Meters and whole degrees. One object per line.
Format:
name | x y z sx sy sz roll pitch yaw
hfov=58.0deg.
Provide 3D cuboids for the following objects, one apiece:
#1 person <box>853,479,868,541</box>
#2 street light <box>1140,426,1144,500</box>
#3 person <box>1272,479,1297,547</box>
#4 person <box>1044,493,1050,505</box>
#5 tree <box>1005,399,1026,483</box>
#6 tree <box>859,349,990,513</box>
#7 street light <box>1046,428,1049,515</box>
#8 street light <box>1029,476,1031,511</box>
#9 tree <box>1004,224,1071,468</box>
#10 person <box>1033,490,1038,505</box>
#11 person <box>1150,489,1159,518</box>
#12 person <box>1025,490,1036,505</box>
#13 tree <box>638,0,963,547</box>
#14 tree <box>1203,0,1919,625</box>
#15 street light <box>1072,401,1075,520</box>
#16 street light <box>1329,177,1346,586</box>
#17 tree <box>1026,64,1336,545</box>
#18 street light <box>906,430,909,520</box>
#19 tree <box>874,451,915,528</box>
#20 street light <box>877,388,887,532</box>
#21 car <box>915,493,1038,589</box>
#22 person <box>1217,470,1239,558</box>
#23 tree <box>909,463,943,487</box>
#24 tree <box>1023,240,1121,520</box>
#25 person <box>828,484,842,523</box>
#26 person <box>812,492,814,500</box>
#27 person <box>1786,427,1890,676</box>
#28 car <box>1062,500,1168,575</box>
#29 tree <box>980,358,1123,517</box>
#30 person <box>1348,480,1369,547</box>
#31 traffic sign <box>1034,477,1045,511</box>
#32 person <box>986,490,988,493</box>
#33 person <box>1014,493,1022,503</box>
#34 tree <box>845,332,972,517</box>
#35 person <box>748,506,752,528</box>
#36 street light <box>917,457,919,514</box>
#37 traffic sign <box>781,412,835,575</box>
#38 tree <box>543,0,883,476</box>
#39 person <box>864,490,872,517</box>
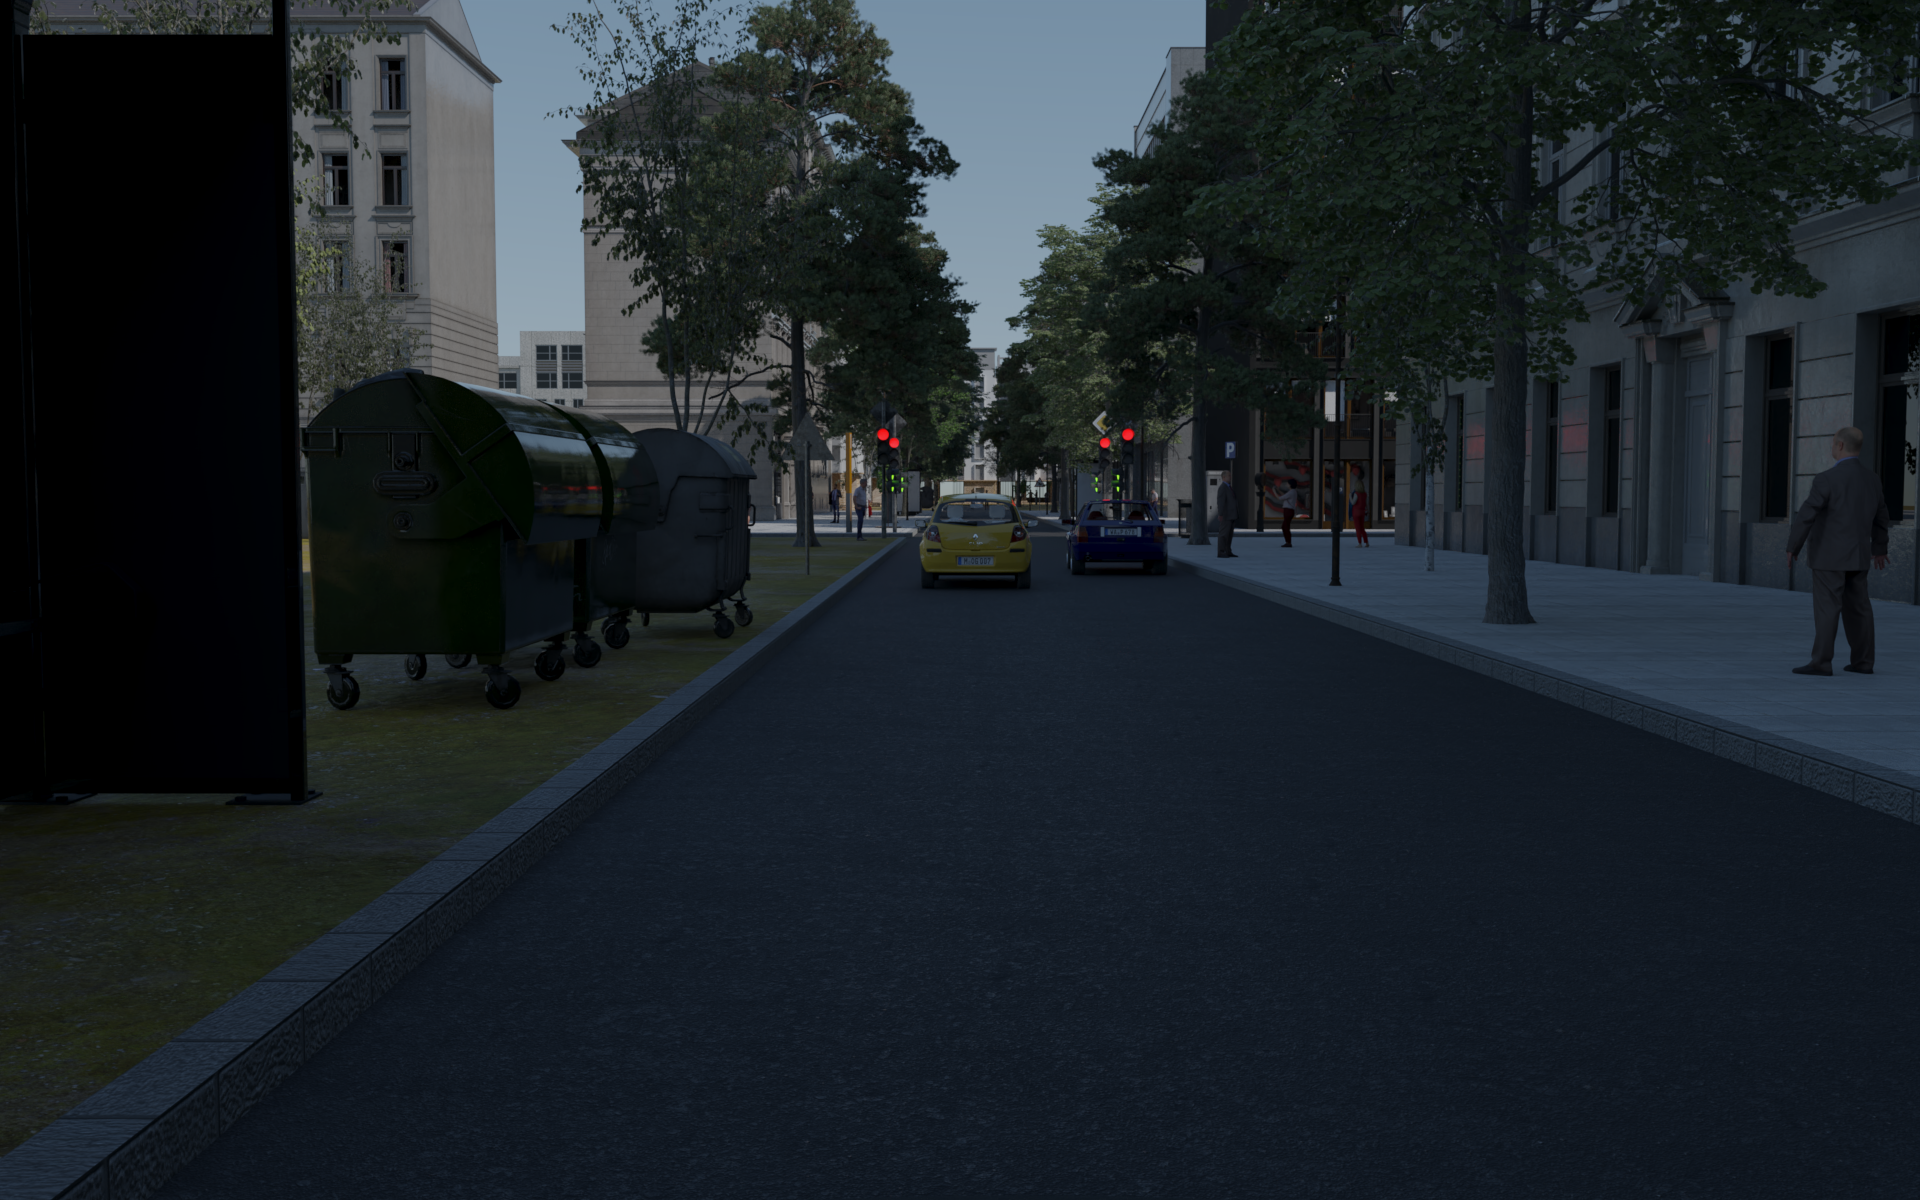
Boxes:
person | -2.691 -2.498 47.820 0.436 1.711 0.756 2 4 30
street light | 5.216 -4.691 49.492 0.468 5.910 1.993 0 3 0
person | 7.806 -2.086 41.607 0.517 1.644 0.566 -1 4 -21
person | 10.536 -12.418 209.611 0.617 1.759 0.750 1 4 12
tree | 6.497 -12.050 119.072 6.751 12.117 7.091 0 3 0
tree | -2.766 -12.824 116.335 9.857 13.997 8.962 0 3 0
street light | 5.402 -8.224 107.253 0.468 5.910 1.993 0 3 0
street light | 5.370 -9.775 132.607 0.468 5.910 1.993 0 3 0
tree | 5.513 -8.866 63.086 7.486 12.596 7.792 0 3 0
person | 9.030 -12.225 205.931 0.705 1.822 1.348 -1 4 -17
person | 10.163 -5.034 90.567 0.590 1.554 0.614 -1 4 -14
person | 8.038 -11.662 196.819 1.348 1.812 0.705 0 4 7
tree | -4.066 -8.224 41.879 7.806 13.903 7.818 0 3 0
tree | 5.456 -6.012 16.422 7.486 12.596 7.792 0 3 0
street light | 5.366 -6.669 81.827 0.468 5.910 1.993 0 3 0
street light | 5.250 -3.135 24.040 0.468 5.910 1.993 0 3 0
tree | 6.037 -7.430 43.529 6.751 12.117 7.091 0 3 0
street light | -2.566 -6.815 84.210 0.468 5.910 1.993 0 3 0
tree | -2.763 -4.336 65.501 1.663 3.219 1.824 0 3 0
street light | -2.575 -5.273 59.005 0.468 5.910 1.993 0 3 0
car | 0.263 -1.070 27.715 2.015 1.641 3.980 0 4 1
person | 5.425 -1.733 34.926 0.434 1.755 0.990 2 4 32
tree | -3.343 -15.212 170.776 6.751 12.117 7.091 0 3 0
tree | 5.506 -10.998 87.248 7.806 13.903 7.818 0 3 0
person | -5.509 -4.238 76.162 0.655 1.722 0.431 3 5 42
person | -6.984 -4.444 80.173 0.415 1.643 0.593 2 4 24
person | 6.235 -0.352 12.344 0.990 1.755 0.434 -1 4 -19
car | 2.868 -1.194 32.099 1.945 1.354 3.894 0 4 2
tree | 6.027 -9.957 97.217 7.601 10.594 8.767 1 4 15
person | 9.567 -2.065 41.510 0.593 1.614 0.444 0 4 -7
traffic sign | 6.057 -8.057 131.729 0.884 2.594 0.081 0 4 1
person | 2.405 -9.106 157.390 1.348 1.824 0.705 1 4 22
person | 6.421 -11.079 190.379 0.628 1.438 0.799 3 5 39
tree | -3.183 -10.509 97.577 9.928 11.665 9.643 0 3 0
person | -7.562 -3.162 60.978 0.421 1.427 0.697 -1 4 -14
street light | -2.670 -8.356 109.414 0.468 5.910 1.993 0 3 0
traffic sign | -2.419 -1.676 27.408 0.884 2.594 0.081 0 4 7
tree | -3.403 -4.407 22.421 4.360 8.622 3.978 0 3 0
person | -5.147 -5.384 96.537 0.523 1.526 0.387 -3 5 -41
